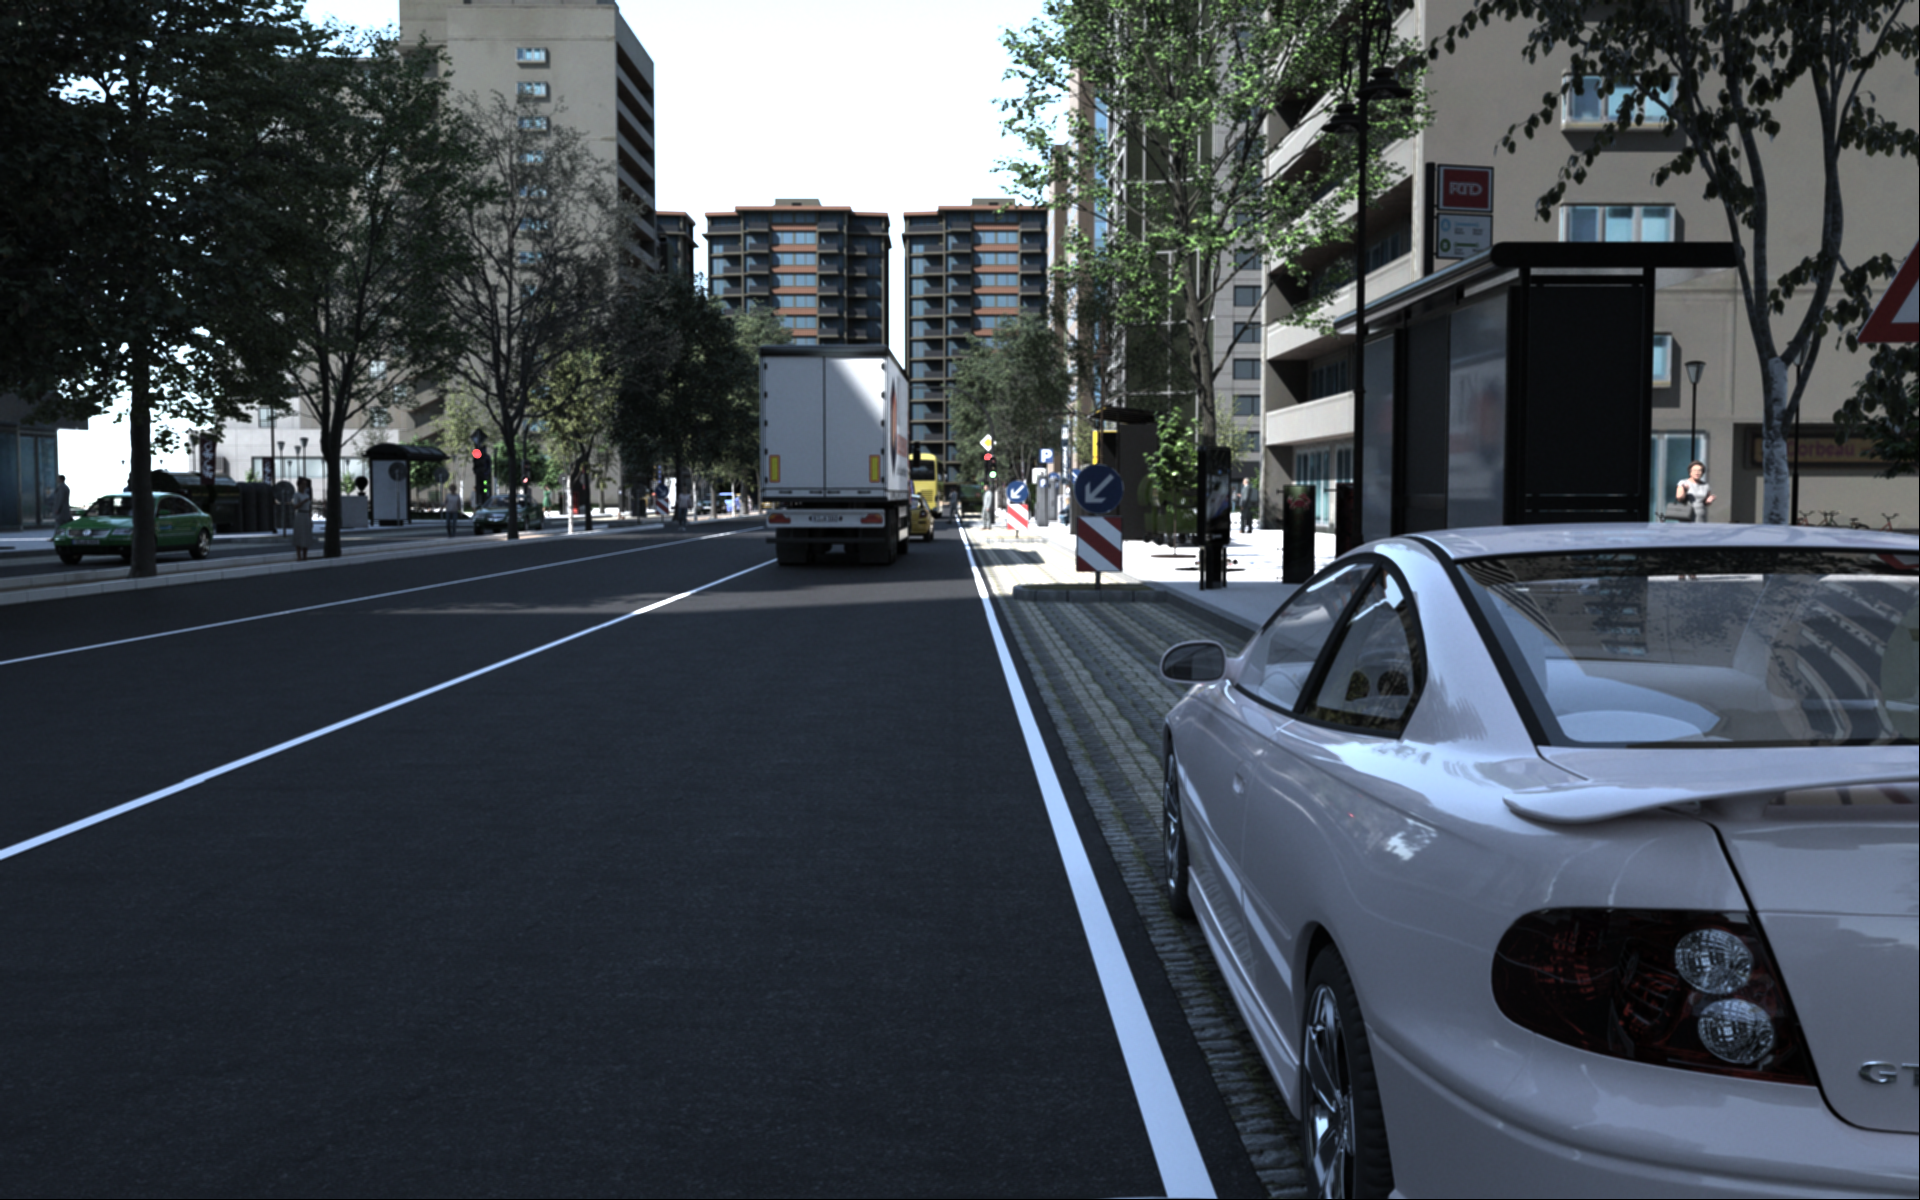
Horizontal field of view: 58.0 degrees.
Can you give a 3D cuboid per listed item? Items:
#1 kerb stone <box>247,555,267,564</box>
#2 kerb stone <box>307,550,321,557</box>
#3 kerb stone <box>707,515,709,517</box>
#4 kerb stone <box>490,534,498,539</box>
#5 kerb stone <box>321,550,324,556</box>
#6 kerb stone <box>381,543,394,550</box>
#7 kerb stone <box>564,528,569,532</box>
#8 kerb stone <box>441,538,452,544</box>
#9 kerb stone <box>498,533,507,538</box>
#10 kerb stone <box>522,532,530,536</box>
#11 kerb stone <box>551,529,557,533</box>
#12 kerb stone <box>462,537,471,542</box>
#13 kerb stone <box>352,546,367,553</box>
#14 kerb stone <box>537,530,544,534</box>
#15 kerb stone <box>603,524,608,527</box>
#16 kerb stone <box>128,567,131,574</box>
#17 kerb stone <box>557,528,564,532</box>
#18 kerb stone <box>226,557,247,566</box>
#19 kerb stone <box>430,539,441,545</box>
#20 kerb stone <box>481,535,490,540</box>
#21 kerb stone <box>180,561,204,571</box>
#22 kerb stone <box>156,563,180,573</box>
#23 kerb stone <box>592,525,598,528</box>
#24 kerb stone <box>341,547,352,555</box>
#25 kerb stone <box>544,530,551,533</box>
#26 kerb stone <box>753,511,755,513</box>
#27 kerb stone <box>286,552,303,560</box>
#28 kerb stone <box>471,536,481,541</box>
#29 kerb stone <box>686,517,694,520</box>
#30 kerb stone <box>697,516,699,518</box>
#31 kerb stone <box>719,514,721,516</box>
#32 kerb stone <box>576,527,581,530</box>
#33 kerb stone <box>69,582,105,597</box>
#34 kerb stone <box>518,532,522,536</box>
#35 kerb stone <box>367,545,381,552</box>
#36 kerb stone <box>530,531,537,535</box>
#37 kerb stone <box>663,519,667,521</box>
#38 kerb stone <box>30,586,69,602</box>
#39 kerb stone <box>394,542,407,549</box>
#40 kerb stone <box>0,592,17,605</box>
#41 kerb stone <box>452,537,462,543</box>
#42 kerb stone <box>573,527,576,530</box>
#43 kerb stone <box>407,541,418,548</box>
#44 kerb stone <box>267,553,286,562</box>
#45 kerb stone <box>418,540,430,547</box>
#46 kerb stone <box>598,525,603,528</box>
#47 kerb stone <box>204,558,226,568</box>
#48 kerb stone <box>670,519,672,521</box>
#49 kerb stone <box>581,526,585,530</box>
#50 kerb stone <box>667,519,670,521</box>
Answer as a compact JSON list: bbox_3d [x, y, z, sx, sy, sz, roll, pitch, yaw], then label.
[{"bbox_3d":[-14.596,-0.822,35.700,0.120,0.150,1.000,0,4,0],"label":"kerb stone"},{"bbox_3d":[-14.611,-1.014,38.781,0.120,0.150,1.000,0,4,0],"label":"kerb stone"},{"bbox_3d":[-15.016,-4.874,101.889,0.120,0.150,1.000,0,4,0],"label":"kerb stone"},{"bbox_3d":[-14.712,-1.956,54.179,0.120,0.150,1.000,0,4,0],"label":"kerb stone"},{"bbox_3d":[-14.618,-1.077,39.806,0.120,0.150,1.000,0,4,0],"label":"kerb stone"},{"bbox_3d":[-14.641,-1.327,43.917,0.120,0.150,1.000,0,4,0],"label":"kerb stone"},{"bbox_3d":[-14.769,-2.582,64.414,0.120,0.150,1.000,0,4,0],"label":"kerb stone"},{"bbox_3d":[-14.675,-1.643,49.058,0.120,0.150,1.000,0,4,0],"label":"kerb stone"},{"bbox_3d":[-14.715,-2.019,55.201,0.120,0.150,1.000,0,4,0],"label":"kerb stone"},{"bbox_3d":[-14.736,-2.206,58.270,0.120,0.150,1.000,0,4,0],"label":"kerb stone"},{"bbox_3d":[-14.759,-2.456,62.357,0.120,0.150,1.000,0,4,0],"label":"kerb stone"},{"bbox_3d":[-14.694,-1.768,51.108,0.120,0.150,1.000,0,4,0],"label":"kerb stone"},{"bbox_3d":[-14.627,-1.202,41.860,0.120,0.150,1.000,0,4,0],"label":"kerb stone"},{"bbox_3d":[-14.756,-2.331,60.314,0.120,0.150,1.000,0,4,0],"label":"kerb stone"},{"bbox_3d":[-14.823,-3.016,71.569,0.120,0.150,1.000,0,4,0],"label":"kerb stone"},{"bbox_3d":[-14.565,-0.513,30.589,0.120,0.150,1.000,0,4,0],"label":"kerb stone"},{"bbox_3d":[-14.772,-2.512,63.384,0.120,0.150,1.000,0,4,0],"label":"kerb stone"},{"bbox_3d":[-14.588,-0.763,34.678,0.120,0.150,1.000,0,4,0],"label":"kerb stone"},{"bbox_3d":[-14.677,-1.573,48.027,0.120,0.150,1.000,0,4,0],"label":"kerb stone"},{"bbox_3d":[-14.705,-1.892,53.157,0.120,0.150,1.000,0,4,0],"label":"kerb stone"},{"bbox_3d":[-14.567,-0.638,32.634,0.120,0.150,1.000,0,4,0],"label":"kerb stone"},{"bbox_3d":[-14.566,-0.576,31.611,0.120,0.150,1.000,0,4,0],"label":"kerb stone"},{"bbox_3d":[-14.809,-2.893,69.525,0.120,0.150,1.000,0,4,0],"label":"kerb stone"},{"bbox_3d":[-14.622,-1.134,40.837,0.120,0.150,1.000,0,4,0],"label":"kerb stone"},{"bbox_3d":[-14.755,-2.394,61.336,0.120,0.150,1.000,0,4,0],"label":"kerb stone"},{"bbox_3d":[-15.171,-6.308,125.437,0.120,0.150,1.000,0,4,0],"label":"kerb stone"},{"bbox_3d":[-14.610,-0.952,37.753,0.120,0.150,1.000,0,4,0],"label":"kerb stone"},{"bbox_3d":[-14.694,-1.831,52.130,0.120,0.150,1.000,0,4,0],"label":"kerb stone"},{"bbox_3d":[-14.977,-4.496,95.733,0.120,0.150,1.000,0,4,0],"label":"kerb stone"},{"bbox_3d":[-14.993,-4.624,97.794,0.120,0.150,1.000,0,4,0],"label":"kerb stone"},{"bbox_3d":[-15.049,-5.187,107.000,0.120,0.150,1.000,0,4,0],"label":"kerb stone"},{"bbox_3d":[-14.789,-2.706,66.459,0.120,0.150,1.000,0,4,0],"label":"kerb stone"},{"bbox_3d":[-12.421,-0.133,24.463,0.120,0.150,1.000,0,4,0],"label":"kerb stone"},{"bbox_3d":[-14.729,-2.144,57.248,0.120,0.150,1.000,0,4,0],"label":"kerb stone"},{"bbox_3d":[-14.637,-1.261,42.888,0.120,0.150,1.000,0,4,0],"label":"kerb stone"},{"bbox_3d":[-14.745,-2.263,59.292,0.120,0.150,1.000,0,4,0],"label":"kerb stone"},{"bbox_3d":[-14.923,-3.934,86.513,0.120,0.150,1.000,0,4,0],"label":"kerb stone"},{"bbox_3d":[-12.410,-0.076,23.441,0.120,0.150,1.000,0,4,0],"label":"kerb stone"},{"bbox_3d":[-14.643,-1.391,44.939,0.120,0.150,1.000,0,4,0],"label":"kerb stone"},{"bbox_3d":[-12.399,-0.012,22.419,0.120,0.150,1.000,0,4,0],"label":"kerb stone"},{"bbox_3d":[-14.681,-1.706,50.082,0.120,0.150,1.000,0,4,0],"label":"kerb stone"},{"bbox_3d":[-14.786,-2.645,65.437,0.120,0.150,1.000,0,4,0],"label":"kerb stone"},{"bbox_3d":[-14.657,-1.455,45.977,0.120,0.150,1.000,0,4,0],"label":"kerb stone"},{"bbox_3d":[-14.596,-0.887,36.725,0.120,0.150,1.000,0,4,0],"label":"kerb stone"},{"bbox_3d":[-14.668,-1.517,46.999,0.120,0.150,1.000,0,4,0],"label":"kerb stone"},{"bbox_3d":[-14.817,-2.957,70.547,0.120,0.150,1.000,0,4,0],"label":"kerb stone"},{"bbox_3d":[-14.575,-0.697,33.657,0.120,0.150,1.000,0,4,0],"label":"kerb stone"},{"bbox_3d":[-14.938,-4.059,88.558,0.120,0.150,1.000,0,4,0],"label":"kerb stone"},{"bbox_3d":[-14.794,-2.769,67.481,0.120,0.150,1.000,0,4,0],"label":"kerb stone"},{"bbox_3d":[-14.932,-3.996,87.535,0.120,0.150,1.000,0,4,0],"label":"kerb stone"}]
